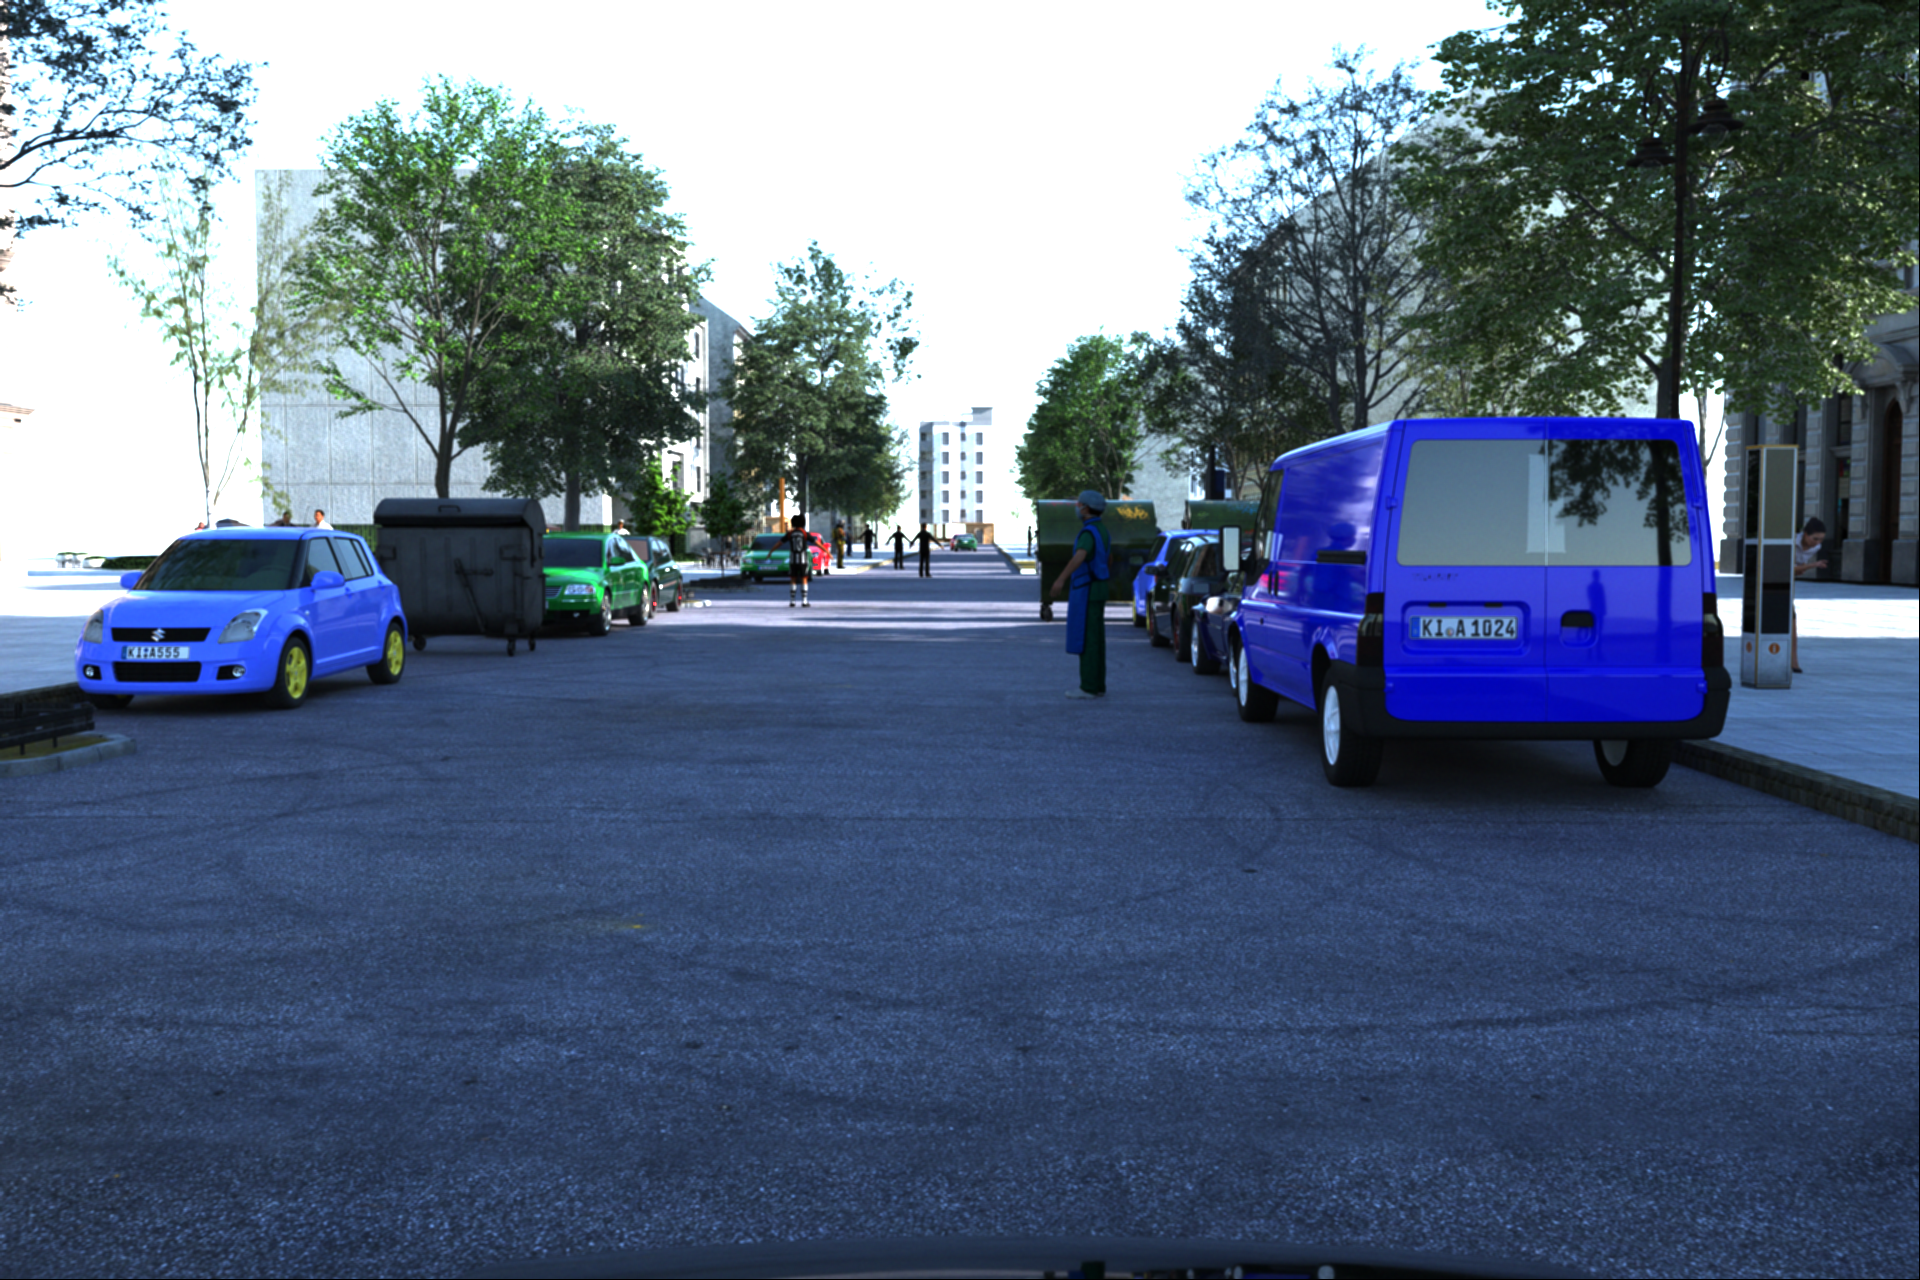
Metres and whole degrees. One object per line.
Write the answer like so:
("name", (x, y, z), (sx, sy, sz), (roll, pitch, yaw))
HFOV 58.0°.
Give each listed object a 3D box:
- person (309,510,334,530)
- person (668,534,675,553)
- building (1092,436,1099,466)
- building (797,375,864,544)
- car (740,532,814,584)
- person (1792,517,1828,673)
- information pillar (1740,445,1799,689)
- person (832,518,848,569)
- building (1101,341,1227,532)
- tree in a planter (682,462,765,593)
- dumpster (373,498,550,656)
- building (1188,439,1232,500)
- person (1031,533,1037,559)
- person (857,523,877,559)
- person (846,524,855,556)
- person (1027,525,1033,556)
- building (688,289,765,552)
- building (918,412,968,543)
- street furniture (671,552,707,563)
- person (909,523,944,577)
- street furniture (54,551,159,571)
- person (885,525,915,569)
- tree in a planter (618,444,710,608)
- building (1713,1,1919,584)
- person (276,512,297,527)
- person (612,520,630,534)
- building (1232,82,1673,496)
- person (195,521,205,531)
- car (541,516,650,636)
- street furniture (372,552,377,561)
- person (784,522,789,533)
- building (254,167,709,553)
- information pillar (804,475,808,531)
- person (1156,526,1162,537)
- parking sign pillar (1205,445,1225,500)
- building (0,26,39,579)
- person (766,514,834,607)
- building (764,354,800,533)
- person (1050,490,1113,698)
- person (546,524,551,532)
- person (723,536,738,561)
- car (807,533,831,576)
("person", (-14.016, -1.941, 37.884), (1.344, 1.810, 0.704), (1, 4, 10))
("person", (-14.997, -5.080, 89.775), (0.721, 1.740, 1.216), (0, 4, 0))
("building", (26.809, -23.879, 221.357), (19.493, 23.208, 18.063), (0, 4, 1))
("building", (-22.828, -24.580, 232.817), (19.493, 23.208, 18.063), (0, 4, 2))
("car", (-5.387, -2.596, 51.235), (1.959, 1.807, 4.718), (0, 4, 1))
("person", (7.687, -0.416, 16.036), (0.799, 1.438, 0.628), (3, 5, 43))
("information pillar", (6.730, -0.607, 14.414), (0.304, 2.012, 0.304), (0, 4, 0))
("person", (-4.365, -3.535, 63.563), (0.705, 1.858, 1.354), (-1, 4, -16))
("building", (25.975, -22.610, 200.606), (19.493, 23.208, 18.063), (0, 4, 1))
("tree in a planter", (-5.934, -2.813, 43.210), (1.991, 3.239, 1.994), (0, 4, 1))
("dumpster", (-5.966, -0.767, 20.748), (1.865, 1.857, 1.264), (0, 4, 1))
("building", (25.200, -12.407, 144.998), (9.099, 9.664, 28.070), (0, 4, 1))
("person", (4.070, -5.137, 89.959), (0.705, 1.833, 1.349), (2, 4, 29))
("person", (-4.839, -5.197, 90.906), (1.347, 1.837, 0.705), (-3, 5, -44))
("person", (-6.346, -5.728, 99.511), (0.705, 1.847, 1.347), (-1, 4, -20))
("person", (4.044, -5.723, 99.845), (0.705, 1.796, 1.348), (0, 4, 2))
("building", (-25.439, -18.504, 133.476), (19.493, 23.208, 18.063), (0, 3, 0))
("building", (-5.966, -24.570, 260.594), (11.380, 20.090, 16.016), (0, 4, 8))
("street furniture", (-15.983, -3.696, 76.061), (10.072, 0.657, 5.734), (-3, 4, -37))
("person", (-1.158, -2.984, 57.476), (1.346, 1.802, 0.704), (2, 4, 30))
("street furniture", (-29.377, -2.965, 64.108), (10.072, 0.657, 5.734), (3, 5, 42))
("person", (-2.471, -3.771, 70.341), (1.346, 1.802, 0.704), (2, 4, 26))
("tree in a planter", (-6.060, -2.281, 34.513), (1.991, 3.239, 1.994), (0, 4, 2))
("building", (27.243, -13.083, 41.626), (11.050, 23.595, 19.941), (0, 4, 1))
("person", (-16.159, -2.177, 41.637), (1.345, 1.823, 0.704), (-2, 4, -27))
("person", (-11.706, -3.262, 59.801), (1.216, 1.778, 0.721), (-1, 4, -20))
("building", (25.358, -16.042, 93.215), (19.493, 23.208, 18.063), (0, 4, 0))
("person", (-21.301, -2.518, 48.682), (0.593, 1.643, 0.415), (3, 5, 44))
("car", (-5.819, -1.037, 25.758), (1.959, 1.807, 4.718), (0, 4, 1))
("street furniture", (-25.350, -3.711, 76.299), (5.734, 0.657, 10.072), (0, 4, -3))
("person", (-7.450, -4.192, 74.682), (0.704, 1.812, 1.346), (1, 4, 9))
("building", (-25.429, -14.267, 99.727), (16.747, 18.905, 31.486), (0, 4, 1))
("information pillar", (-6.095, -4.733, 68.734), (0.183, 3.616, 0.504), (0, 4, 1))
("person", (5.560, -2.731, 50.483), (1.345, 1.849, 0.704), (-1, 4, -21))
("parking sign pillar", (7.756, -3.940, 52.893), (1.447, 3.967, 1.447), (0, 4, 1))
("building", (-31.862, -13.839, 38.283), (10.469, 25.551, 25.511), (0, 3, 0))
("person", (-3.169, -1.559, 34.088), (1.345, 1.843, 0.704), (0, 4, 5))
("building", (-22.780, -19.771, 179.671), (16.016, 20.090, 11.380), (0, 4, 2))
("person", (1.116, -0.406, 15.221), (0.704, 1.817, 1.347), (1, 4, 22))
("person", (-15.212, -3.476, 63.301), (1.216, 1.772, 0.721), (-1, 4, -10))
("person", (-11.158, -4.740, 83.630), (0.705, 1.813, 1.348), (2, 4, 24))
("car", (-5.524, -3.123, 60.108), (2.155, 1.783, 4.494), (0, 4, 1))
